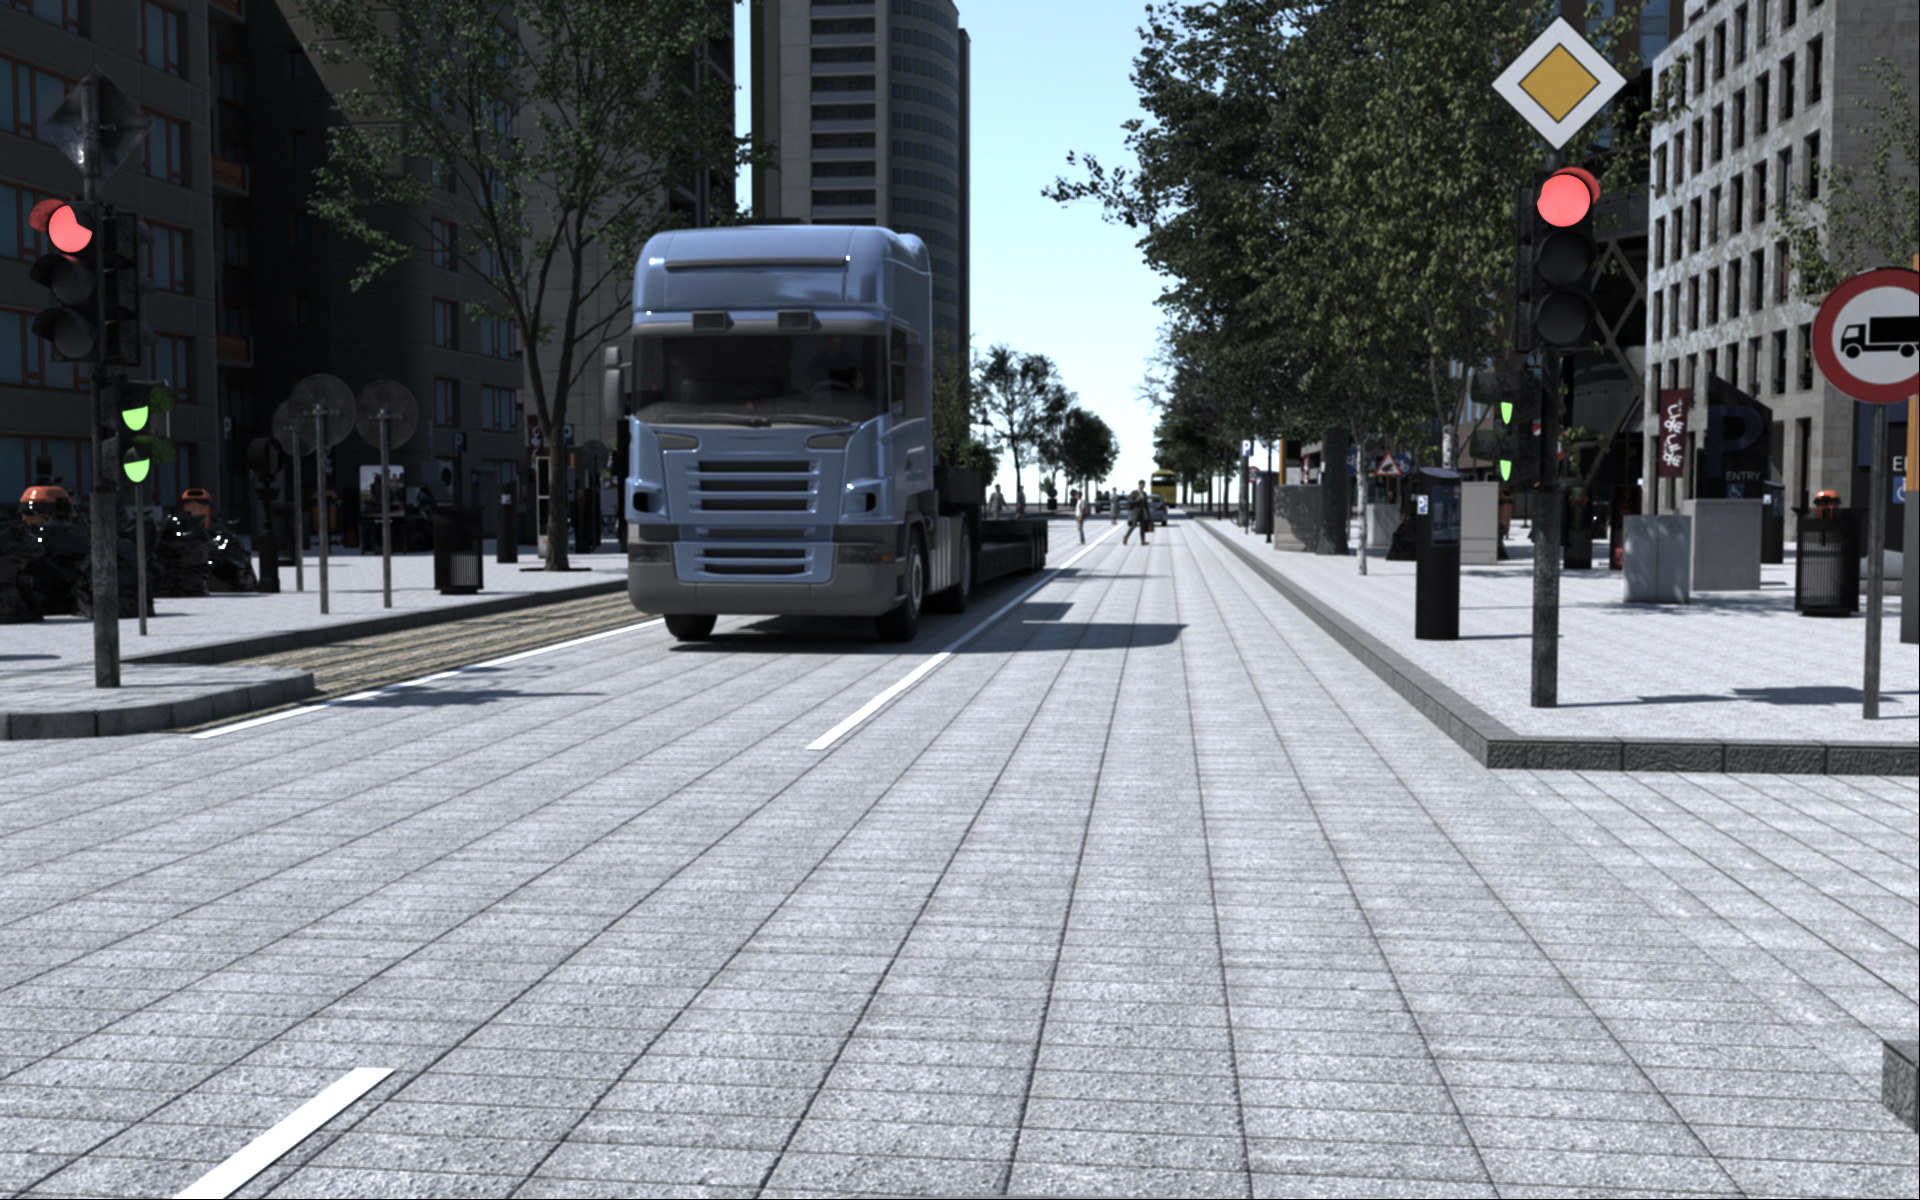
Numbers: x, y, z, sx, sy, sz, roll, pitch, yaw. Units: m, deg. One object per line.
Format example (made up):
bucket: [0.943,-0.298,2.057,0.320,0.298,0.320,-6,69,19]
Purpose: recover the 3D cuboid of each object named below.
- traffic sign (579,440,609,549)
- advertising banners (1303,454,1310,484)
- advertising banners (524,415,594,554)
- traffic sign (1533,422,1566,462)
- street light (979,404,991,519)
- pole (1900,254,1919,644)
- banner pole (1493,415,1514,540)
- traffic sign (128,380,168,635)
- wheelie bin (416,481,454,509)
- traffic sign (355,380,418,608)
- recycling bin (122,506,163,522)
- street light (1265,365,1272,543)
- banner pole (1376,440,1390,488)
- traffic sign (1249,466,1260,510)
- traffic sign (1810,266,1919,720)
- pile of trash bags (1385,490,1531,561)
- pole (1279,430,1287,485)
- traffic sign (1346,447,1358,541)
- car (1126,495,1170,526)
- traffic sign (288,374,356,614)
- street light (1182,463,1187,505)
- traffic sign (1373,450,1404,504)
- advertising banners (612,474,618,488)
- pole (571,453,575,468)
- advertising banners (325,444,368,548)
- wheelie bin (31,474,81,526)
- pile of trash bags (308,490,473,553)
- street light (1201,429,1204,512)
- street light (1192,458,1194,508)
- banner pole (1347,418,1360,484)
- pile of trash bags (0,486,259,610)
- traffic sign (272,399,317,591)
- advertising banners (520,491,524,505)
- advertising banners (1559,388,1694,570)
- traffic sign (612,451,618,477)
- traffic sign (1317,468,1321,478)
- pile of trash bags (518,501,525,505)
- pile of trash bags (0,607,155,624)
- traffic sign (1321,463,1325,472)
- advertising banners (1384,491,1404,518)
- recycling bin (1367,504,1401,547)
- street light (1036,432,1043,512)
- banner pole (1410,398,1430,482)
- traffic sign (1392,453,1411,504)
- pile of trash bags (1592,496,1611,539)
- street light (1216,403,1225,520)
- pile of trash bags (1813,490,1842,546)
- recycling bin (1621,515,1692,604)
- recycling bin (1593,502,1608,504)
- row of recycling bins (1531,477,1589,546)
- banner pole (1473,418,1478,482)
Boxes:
traffic sign: [-8.566,-2.471,40.512,0.768,2.556,0.104,1,4,16]
advertising banners: [14.835,-4.912,76.492,0.090,3.025,2.074,-2,4,-24]
advertising banners: [-8.733,-2.542,37.748,2.074,3.025,0.090,3,4,37]
traffic sign: [10.206,-1.841,30.203,0.768,2.556,0.104,1,4,14]
street light: [1.276,-7.041,87.906,0.468,5.910,1.993,0,4,7]
pole: [8.203,-1.281,14.789,0.158,3.312,0.155,0,3,0]
banner pole: [15.115,-3.561,48.238,0.863,3.779,0.401,-2,4,-33]
traffic sign: [-7.408,-0.827,15.649,0.606,2.300,0.079,1,4,16]
wheelie bin: [-13.032,-2.139,42.889,0.693,1.594,0.980,2,4,29]
traffic sign: [-6.437,-1.180,19.406,0.768,2.556,0.104,1,4,9]
recycling bin: [-17.299,-1.469,36.574,0.722,1.027,0.722,-3,4,-38]
street light: [8.129,-4.441,45.402,0.468,5.910,1.993,0,4,7]
banner pole: [19.452,-5.477,79.569,0.863,3.779,0.401,-1,4,-18]
traffic sign: [13.379,-4.834,79.145,0.768,2.556,0.104,1,4,15]
traffic sign: [5.196,-0.593,9.804,0.768,2.556,0.104,1,4,16]
pile of trash bags: [9.937,-1.487,34.069,1.912,1.369,3.447,3,5,43]
pole: [9.270,-3.420,49.765,0.158,3.312,0.155,0,3,0]
traffic sign: [10.566,-2.870,47.027,0.768,2.556,0.104,1,4,15]
car: [8.481,-4.050,78.214,2.014,1.417,4.499,0,4,7]
traffic sign: [-6.797,-1.122,18.449,0.768,2.556,0.104,0,4,7]
street light: [31.216,-16.502,242.591,0.468,5.910,1.993,0,4,7]
traffic sign: [12.605,-3.121,51.026,0.884,2.594,0.081,1,4,15]
advertising banners: [-16.647,-5.127,80.012,2.074,3.025,0.090,-2,4,-24]
pole: [-19.234,-5.647,86.172,0.158,3.312,0.155,0,3,0]
advertising banners: [-14.537,-2.762,41.354,2.074,3.025,0.090,2,4,27]
wheelie bin: [-14.686,-1.232,28.047,0.693,1.594,0.980,0,4,4]
pile of trash bags: [-12.732,-1.764,38.591,3.447,1.369,1.912,-3,5,-39]
street light: [17.063,-9.105,121.659,0.468,5.910,1.993,0,4,7]
street light: [21.612,-11.487,160.606,0.468,5.910,1.993,0,4,7]
banner pole: [11.330,-3.692,50.385,0.863,3.779,0.401,-1,4,-12]
pile of trash bags: [-10.326,-0.716,21.464,1.912,1.369,3.447,1,4,9]
traffic sign: [-8.718,-1.388,22.801,0.768,2.556,0.104,1,4,12]
advertising banners: [-21.977,-5.437,85.084,2.074,3.025,0.090,0,4,-8]
advertising banners: [11.168,-2.013,29.094,2.074,3.025,0.090,2,4,26]
traffic sign: [-7.996,-2.396,41.298,0.606,2.300,0.079,1,4,9]
traffic sign: [16.889,-4.893,80.110,0.768,2.556,0.104,1,4,15]
pile of trash bags: [-18.421,-3.780,71.551,1.912,1.369,3.447,1,4,14]
pile of trash bags: [-10.143,-0.473,17.481,1.912,1.369,3.447,3,5,45]
traffic sign: [11.911,-3.281,55.775,0.606,2.300,0.079,1,4,9]
advertising banners: [21.257,-5.282,82.542,2.074,3.025,0.090,1,4,23]
recycling bin: [10.357,-1.831,42.484,0.722,1.027,0.722,0,4,-3]
street light: [5.868,-9.423,126.848,0.468,5.910,1.993,0,4,7]
banner pole: [11.348,-3.217,42.613,0.863,3.779,0.401,-3,4,-36]
traffic sign: [13.669,-3.297,54.020,0.768,2.556,0.104,1,4,10]
pile of trash bags: [17.698,-2.397,48.944,1.912,1.369,3.447,-1,4,-22]
street light: [12.664,-6.823,84.350,0.468,5.910,1.993,0,4,7]
pile of trash bags: [22.525,-1.970,41.962,3.447,1.369,1.912,3,5,40]
recycling bin: [8.286,-0.494,20.629,0.722,1.027,0.722,1,4,19]
recycling bin: [19.541,-2.508,53.559,0.722,1.027,0.722,0,4,-5]
row of recycling bins: [15.325,-2.262,44.096,1.069,1.692,3.534,0,4,8]
banner pole: [16.968,-4.103,57.107,0.401,3.779,0.863,1,4,17]
